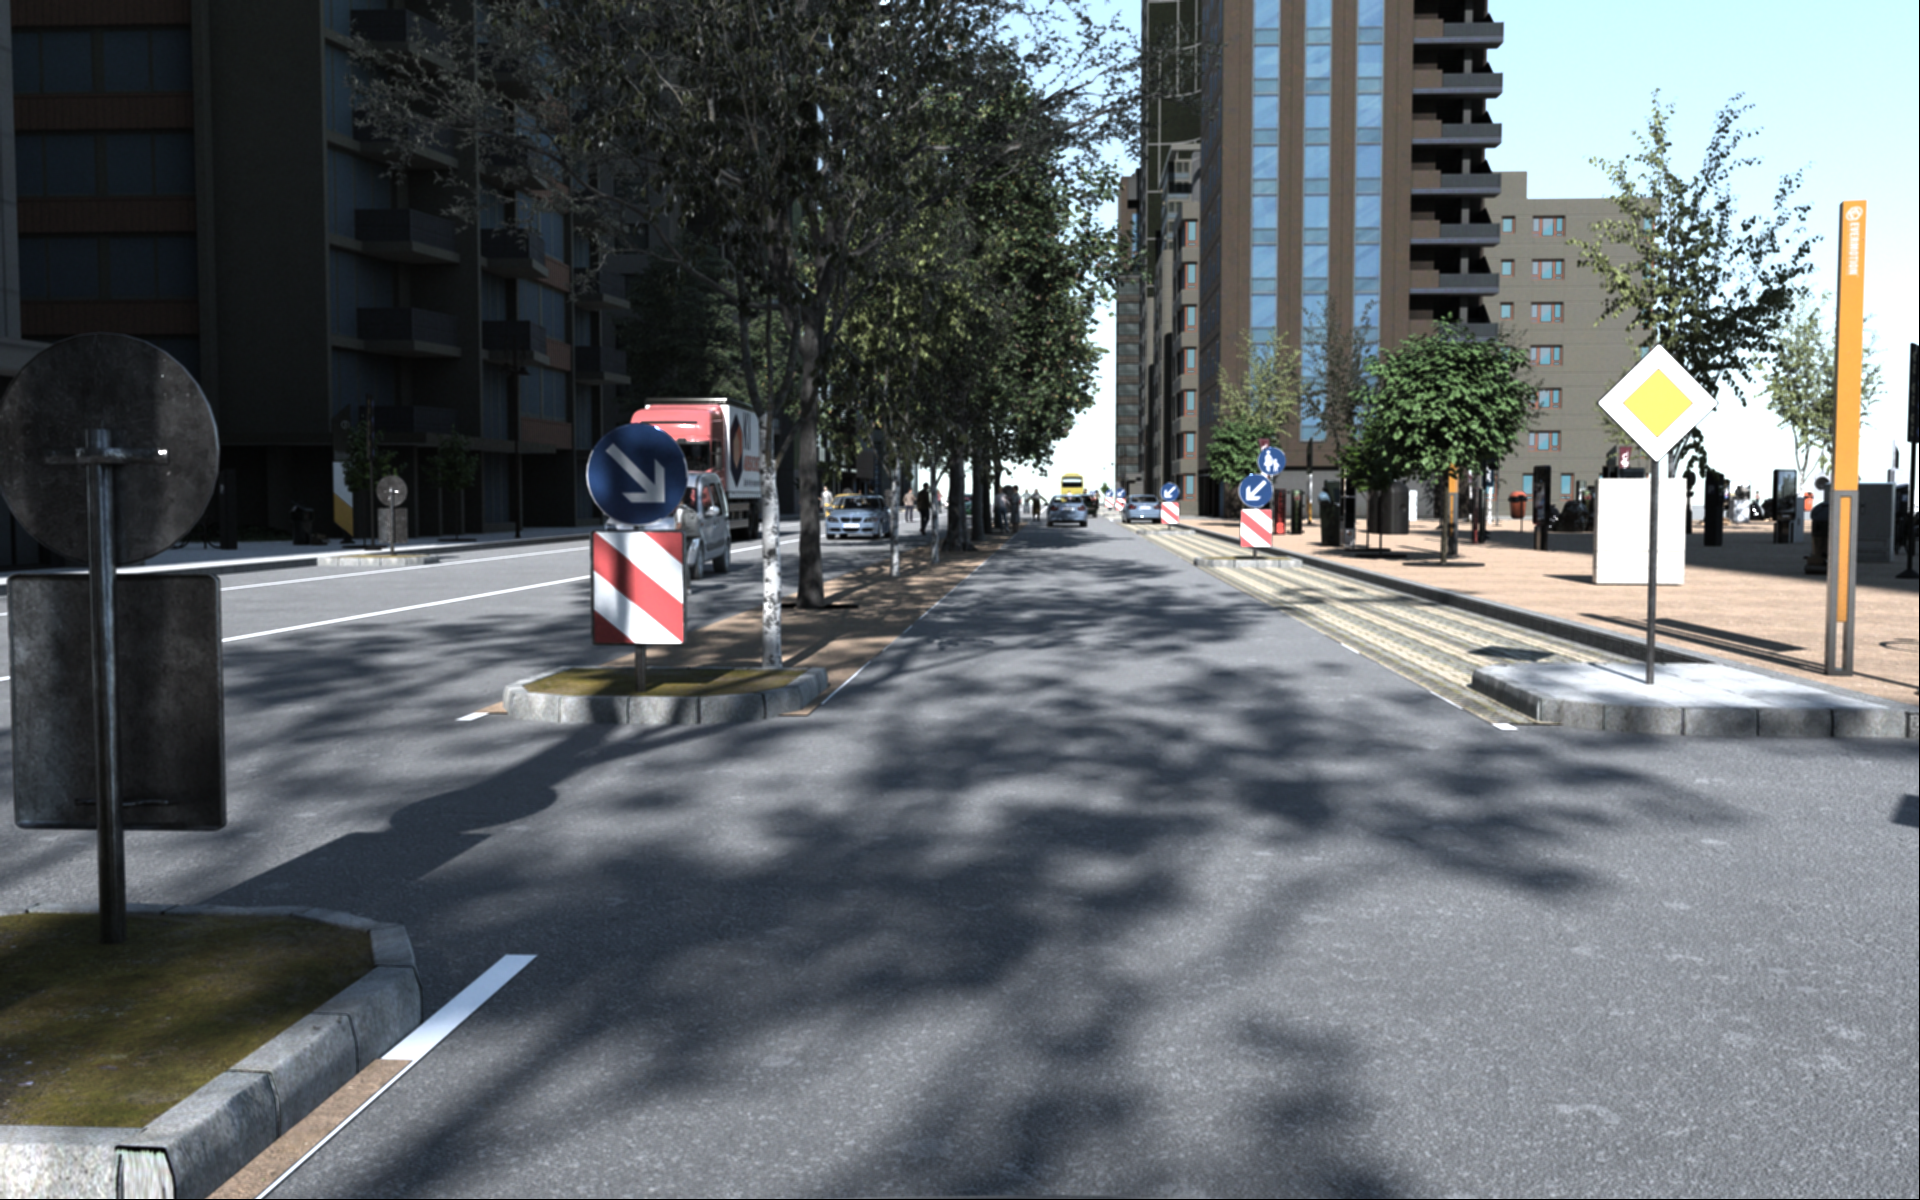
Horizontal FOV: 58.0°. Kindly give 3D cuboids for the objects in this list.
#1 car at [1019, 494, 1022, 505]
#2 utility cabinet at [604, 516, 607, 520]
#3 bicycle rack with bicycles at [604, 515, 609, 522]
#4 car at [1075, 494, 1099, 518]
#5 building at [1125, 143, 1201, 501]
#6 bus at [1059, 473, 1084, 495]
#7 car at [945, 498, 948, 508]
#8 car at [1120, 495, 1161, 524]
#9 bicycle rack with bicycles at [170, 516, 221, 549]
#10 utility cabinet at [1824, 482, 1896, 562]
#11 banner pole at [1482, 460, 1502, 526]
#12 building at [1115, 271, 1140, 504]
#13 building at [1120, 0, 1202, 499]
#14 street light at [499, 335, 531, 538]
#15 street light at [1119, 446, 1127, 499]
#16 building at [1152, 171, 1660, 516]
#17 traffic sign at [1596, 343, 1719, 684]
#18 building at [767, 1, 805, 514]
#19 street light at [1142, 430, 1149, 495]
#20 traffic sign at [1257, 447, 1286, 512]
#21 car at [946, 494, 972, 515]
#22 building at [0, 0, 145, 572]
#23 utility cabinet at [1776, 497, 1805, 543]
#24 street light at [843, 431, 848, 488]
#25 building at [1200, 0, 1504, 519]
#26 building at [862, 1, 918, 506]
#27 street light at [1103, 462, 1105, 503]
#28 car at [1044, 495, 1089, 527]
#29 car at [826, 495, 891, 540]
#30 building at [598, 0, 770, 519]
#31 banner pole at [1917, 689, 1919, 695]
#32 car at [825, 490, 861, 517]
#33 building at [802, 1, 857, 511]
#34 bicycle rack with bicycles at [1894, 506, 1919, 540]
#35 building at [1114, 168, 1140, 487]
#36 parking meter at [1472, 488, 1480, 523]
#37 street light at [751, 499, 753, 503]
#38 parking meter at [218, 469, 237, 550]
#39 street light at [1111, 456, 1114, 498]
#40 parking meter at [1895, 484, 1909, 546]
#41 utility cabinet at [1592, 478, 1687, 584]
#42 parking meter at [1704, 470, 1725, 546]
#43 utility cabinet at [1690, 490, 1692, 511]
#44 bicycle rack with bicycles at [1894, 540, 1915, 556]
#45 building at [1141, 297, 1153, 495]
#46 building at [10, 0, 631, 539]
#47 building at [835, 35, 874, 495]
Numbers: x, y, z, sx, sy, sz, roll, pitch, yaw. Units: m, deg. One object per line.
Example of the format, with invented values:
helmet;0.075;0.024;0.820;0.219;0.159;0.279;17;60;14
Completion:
car;7.461;-13.859;235.640;2.155;1.783;4.494;0;4;2
utility cabinet;-17.973;-4.677;85.141;1.173;1.500;0.318;0;4;7
bicycle rack with bicycles;-15.333;-4.045;79.512;2.852;0.926;2.925;1;4;18
car;7.599;-5.947;107.025;2.009;1.686;4.222;0;4;4
building;33.760;-29.962;181.763;32.217;40.220;23.993;0;4;3
bus;12.913;-12.739;199.833;2.896;3.916;12.252;0;4;3
car;-0.489;-9.892;174.098;2.083;1.381;4.827;0;4;4
car;8.835;-4.414;84.175;2.014;1.417;4.499;0;4;2
bicycle rack with bicycles;-18.862;-1.632;40.066;2.925;0.926;2.852;1;4;12
utility cabinet;17.011;-1.475;32.789;1.173;1.500;0.318;3;5;40
banner pole;21.369;-4.866;69.572;0.863;3.779;0.401;0;4;4
building;27.038;-27.616;223.218;14.160;30.474;14.107;0;4;3
building;29.738;-46.863;204.461;20.563;71.187;20.611;0;4;3
street light;-12.942;-4.753;50.502;0.468;5.910;1.993;0;4;3
street light;15.953;-12.139;171.256;0.468;5.910;1.993;0;4;3
building;27.774;-16.595;116.360;27.650;21.520;28.899;0;4;3
traffic sign;4.653;-0.488;11.627;0.795;2.450;0.064;0;4;3
building;-17.791;-26.019;109.001;14.154;41.232;14.086;0;4;3
street light;13.406;-9.319;125.158;0.468;5.910;1.993;0;4;3
traffic sign;8.425;-2.861;46.880;0.768;2.556;0.104;0;4;5
car;0.285;-5.580;103.036;2.131;1.459;4.920;0;4;4
building;-25.045;-35.883;24.939;20.563;71.187;20.611;0;4;3
utility cabinet;22.074;-2.132;46.022;1.020;1.237;0.306;-3;5;-41
street light;-8.395;-9.448;127.261;0.468;5.910;1.993;0;4;3
building;20.644;-27.180;94.506;14.600;45.320;14.200;0;4;3
building;-16.037;-55.359;217.783;22.319;86.520;31.000;0;4;3
street light;20.447;-16.684;245.565;0.468;5.910;1.993;0;4;3
car;4.719;-3.951;76.596;2.014;1.417;4.499;0;4;2
car;-3.215;-2.690;55.988;2.014;1.417;4.499;0;4;5
building;-18.520;-19.784;95.173;14.160;30.474;14.107;0;4;3
banner pole;6.495;-1.285;11.021;0.863;3.779;0.401;-2;4;-35
car;-4.920;-4.056;76.542;2.015;1.641;3.980;0;4;2
building;-20.793;-31.357;132.301;23.786;49.044;30.456;0;4;3
bicycle rack with bicycles;29.228;-2.373;52.183;2.852;0.926;2.925;1;4;8
building;28.620;-35.914;237.300;14.600;45.320;14.200;0;4;3
parking meter;22.812;-4.163;76.478;0.372;1.533;0.369;0;3;0
street light;-10.747;-7.133;89.410;0.468;5.910;1.993;0;4;3
parking meter;-16.936;-2.101;40.055;0.399;1.863;0.255;3;5;42
street light;18.321;-14.411;208.404;0.468;5.910;1.993;0;4;3
parking meter;23.327;-2.116;43.007;0.372;1.533;0.369;0;3;0
utility cabinet;9.562;-0.961;24.392;1.173;1.500;0.318;1;4;10
parking meter;18.622;-2.265;42.748;0.255;1.863;0.399;-2;4;-30
utility cabinet;23.375;-2.949;56.893;1.173;1.500;0.318;0;4;7
bicycle rack with bicycles;19.768;-1.456;37.183;2.852;0.926;2.925;3;4;36
building;29.867;-18.401;145.897;27.650;21.520;28.899;0;4;3
building;-24.734;-24.926;62.159;22.147;44.769;28.867;0;4;3
building;-15.377;-30.845;154.422;14.600;45.320;14.200;0;4;3
